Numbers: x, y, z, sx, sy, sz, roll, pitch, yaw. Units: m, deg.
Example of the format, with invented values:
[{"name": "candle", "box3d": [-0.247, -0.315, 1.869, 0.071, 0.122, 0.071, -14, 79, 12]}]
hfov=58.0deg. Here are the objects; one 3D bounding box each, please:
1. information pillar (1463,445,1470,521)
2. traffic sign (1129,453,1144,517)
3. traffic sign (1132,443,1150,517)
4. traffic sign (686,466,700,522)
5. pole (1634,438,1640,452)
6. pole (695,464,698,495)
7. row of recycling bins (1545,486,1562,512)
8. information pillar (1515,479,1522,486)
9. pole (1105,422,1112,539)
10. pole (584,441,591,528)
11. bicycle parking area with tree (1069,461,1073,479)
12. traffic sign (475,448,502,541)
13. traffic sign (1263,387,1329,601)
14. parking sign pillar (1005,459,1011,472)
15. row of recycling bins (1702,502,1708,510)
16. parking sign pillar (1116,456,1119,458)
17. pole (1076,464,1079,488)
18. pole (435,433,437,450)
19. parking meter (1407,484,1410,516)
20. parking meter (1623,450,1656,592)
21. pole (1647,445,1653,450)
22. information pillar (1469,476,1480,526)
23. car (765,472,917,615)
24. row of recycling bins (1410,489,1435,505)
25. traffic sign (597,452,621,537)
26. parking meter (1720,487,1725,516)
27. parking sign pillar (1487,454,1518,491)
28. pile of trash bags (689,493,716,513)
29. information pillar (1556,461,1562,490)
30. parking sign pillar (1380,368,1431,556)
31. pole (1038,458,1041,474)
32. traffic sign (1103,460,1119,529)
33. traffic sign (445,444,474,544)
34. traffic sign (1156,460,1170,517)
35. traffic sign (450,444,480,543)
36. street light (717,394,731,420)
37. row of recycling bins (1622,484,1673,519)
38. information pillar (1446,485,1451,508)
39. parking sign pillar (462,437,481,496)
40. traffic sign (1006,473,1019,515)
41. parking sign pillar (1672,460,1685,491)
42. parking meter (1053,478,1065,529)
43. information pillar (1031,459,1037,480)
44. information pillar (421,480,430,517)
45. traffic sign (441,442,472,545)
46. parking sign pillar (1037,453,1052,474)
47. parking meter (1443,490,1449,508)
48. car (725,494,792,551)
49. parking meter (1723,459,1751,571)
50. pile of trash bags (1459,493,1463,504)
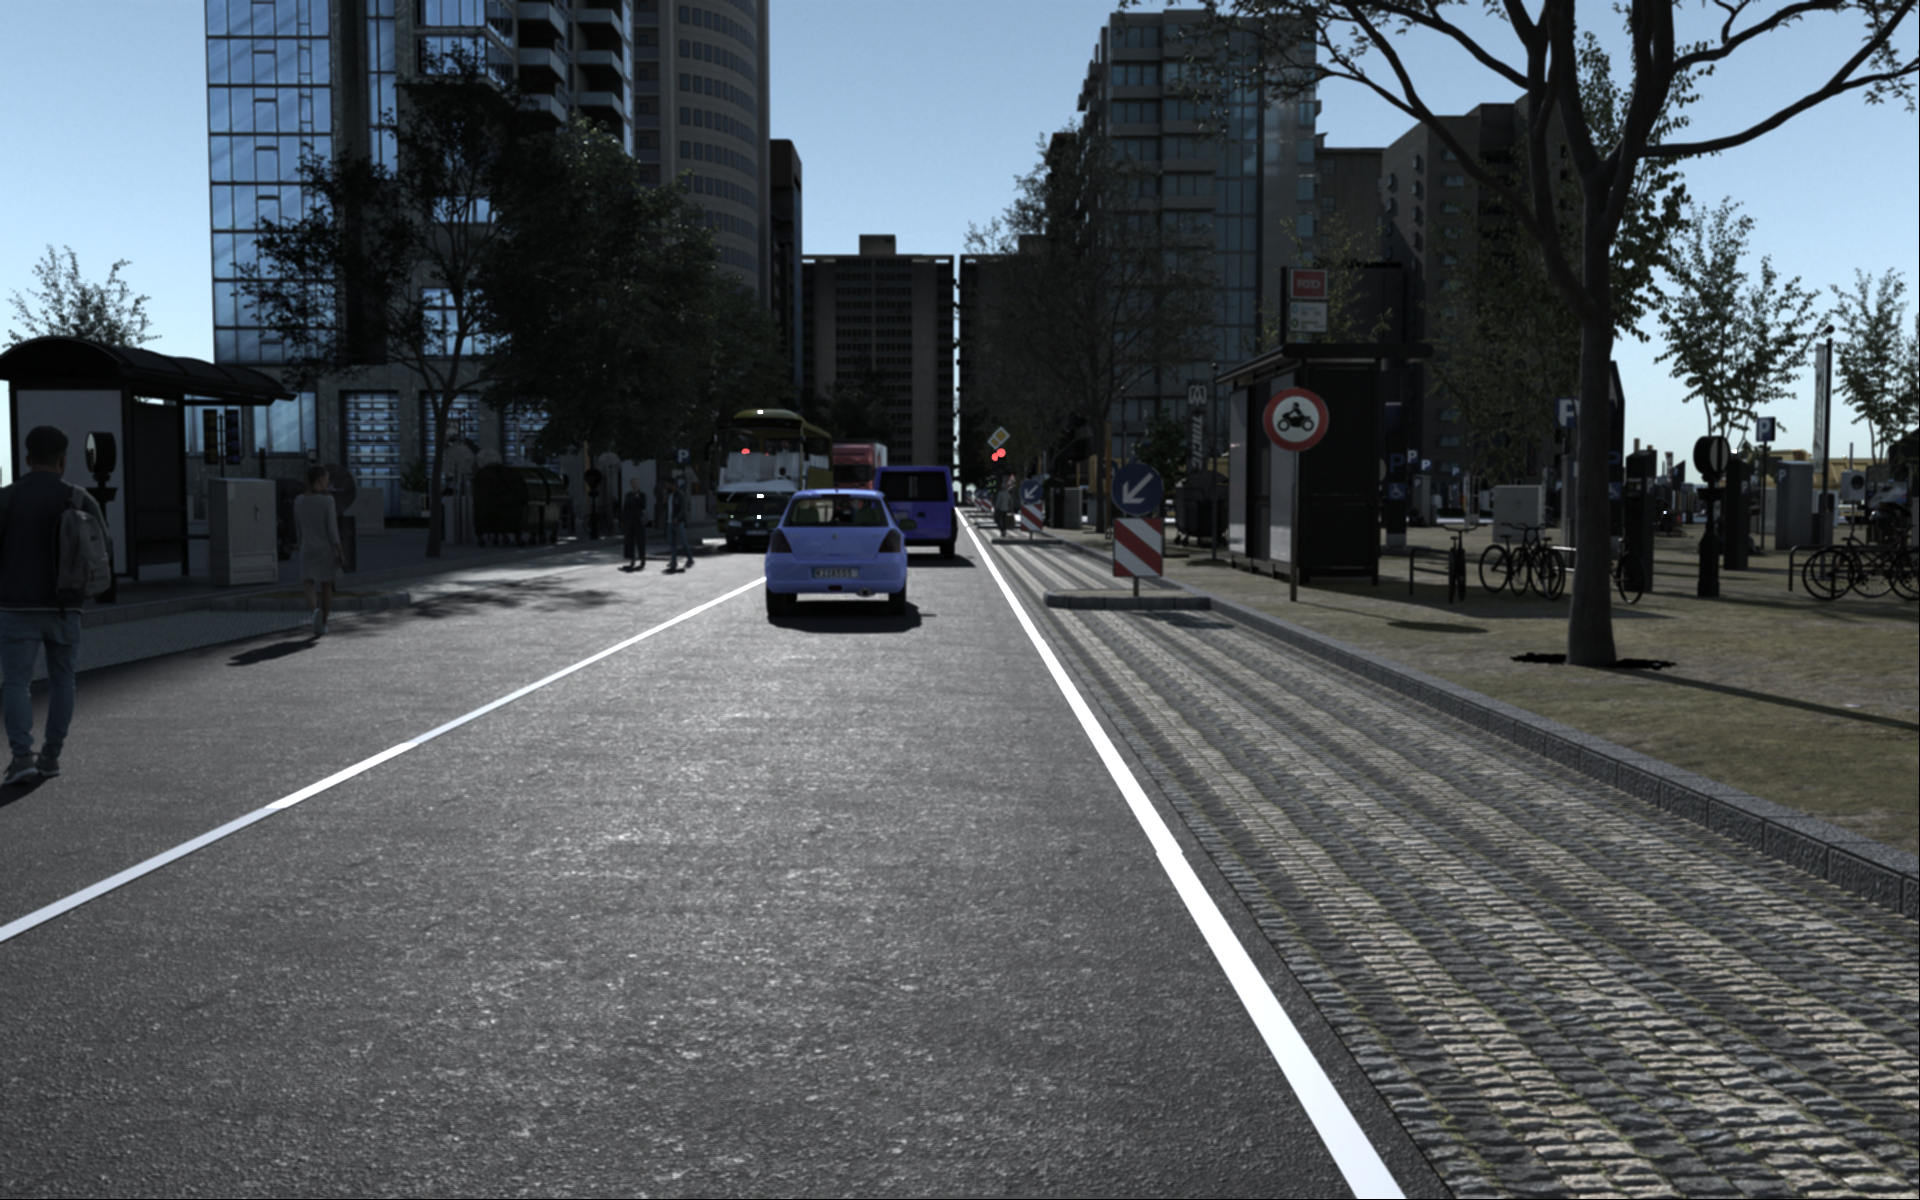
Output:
[{"name": "information pillar", "box3d": [24.365, -5.621, 83.265, 0.183, 3.616, 0.504, -1, 4, -9]}, {"name": "traffic sign", "box3d": [5.081, -2.940, 48.181, 0.768, 2.556, 0.104, 0, 4, 6]}, {"name": "traffic sign", "box3d": [4.677, -2.638, 43.240, 0.768, 2.556, 0.104, 0, 4, 7]}, {"name": "traffic sign", "box3d": [-12.354, -4.855, 79.377, 0.884, 2.594, 0.081, 1, 4, 8]}, {"name": "pole", "box3d": [24.809, -4.264, 63.563, 0.158, 3.312, 0.155, 0, 3, 0]}, {"name": "pole", "box3d": [-15.110, -6.452, 99.328, 0.158, 3.312, 0.155, 0, 3, 0]}, {"name": "row of recycling bins", "box3d": [31.563, -5.157, 91.434, 1.069, 1.692, 3.534, -3, 5, -44]}, {"name": "information pillar", "box3d": [26.428, -4.741, 82.007, 0.304, 2.012, 0.304, 1, 4, 9]}, {"name": "pole", "box3d": [4.227, -3.393, 49.311, 0.158, 3.312, 0.155, 0, 3, 0]}, {"name": "pole", "box3d": [-14.040, -4.368, 65.252, 0.158, 3.312, 0.155, 0, 3, 0]}, {"name": "bicycle parking area with tree", "box3d": [12.165, -9.987, 150.286, 8.231, 4.147, 9.016, 1, 4, 19]}, {"name": "traffic sign", "box3d": [-12.923, -2.896, 47.460, 0.768, 2.556, 0.104, 0, 4, 5]}, {"name": "traffic sign", "box3d": [3.995, -1.258, 20.669, 0.768, 2.556, 0.104, 0, 4, 8]}, {"name": "parking sign pillar", "box3d": [3.700, -8.838, 132.976, 1.447, 3.967, 1.447, 0, 4, 2]}, {"name": "row of recycling bins", "box3d": [61.034, -8.263, 142.212, 1.069, 1.692, 3.534, 3, 4, 39]}, {"name": "parking sign pillar", "box3d": [11.590, -8.167, 121.999, 1.447, 3.967, 1.447, 1, 4, 17]}, {"name": "pole", "box3d": [7.880, -7.470, 115.970, 0.158, 3.312, 0.155, 0, 3, 0]}, {"name": "pole", "box3d": [-17.328, -3.896, 57.547, 0.158, 3.312, 0.155, 0, 3, 0]}, {"name": "parking meter", "box3d": [28.523, -6.416, 110.609, 0.399, 1.863, 0.255, -1, 4, -15]}, {"name": "parking meter", "box3d": [8.924, -1.042, 22.755, 0.399, 1.863, 0.255, -3, 5, -43]}, {"name": "pole", "box3d": [28.771, -4.800, 72.322, 0.158, 3.312, 0.155, 0, 3, 0]}, {"name": "information pillar", "box3d": [21.006, -4.051, 70.724, 0.304, 2.012, 0.304, -1, 4, -10]}, {"name": "car", "box3d": [-1.510, -0.750, 21.861, 1.945, 1.707, 3.694, 0, 4, -2]}, {"name": "row of recycling bins", "box3d": [34.653, -7.620, 131.695, 1.069, 1.692, 3.534, -2, 4, -33]}, {"name": "traffic sign", "box3d": [-10.589, -3.188, 52.237, 0.768, 2.556, 0.104, 0, 4, 8]}, {"name": "parking meter", "box3d": [28.281, -3.400, 63.998, 0.372, 1.533, 0.369, 0, 3, 0]}, {"name": "parking sign pillar", "box3d": [36.522, -7.847, 116.763, 1.447, 3.967, 1.447, 3, 4, 36]}, {"name": "pile of trash bags", "box3d": [-17.312, -6.675, 118.889, 1.912, 1.369, 3.447, -3, 4, -36]}, {"name": "information pillar", "box3d": [40.676, -7.709, 117.388, 0.504, 3.616, 0.183, 2, 4, 34]}, {"name": "parking sign pillar", "box3d": [9.225, -2.940, 36.539, 1.447, 3.967, 1.447, 1, 4, 14]}, {"name": "pole", "box3d": [4.434, -6.292, 96.716, 0.158, 3.312, 0.155, 0, 3, 0]}, {"name": "traffic sign", "box3d": [5.460, -3.889, 63.691, 0.768, 2.556, 0.104, 0, 4, 7]}, {"name": "traffic sign", "box3d": [-12.847, -2.714, 44.478, 0.768, 2.556, 0.104, 0, 4, 5]}, {"name": "traffic sign", "box3d": [4.226, -2.261, 36.971, 0.884, 2.594, 0.081, 0, 4, 1]}, {"name": "traffic sign", "box3d": [-12.870, -2.763, 45.171, 0.884, 2.594, 0.081, 0, 4, 5]}, {"name": "street light", "box3d": [-10.851, -6.541, 79.739, 0.468, 5.910, 1.993, 0, 4, 0]}, {"name": "row of recycling bins", "box3d": [27.001, -3.738, 68.221, 3.534, 1.692, 1.069, -3, 5, -40]}, {"name": "information pillar", "box3d": [39.698, -8.333, 140.739, 0.304, 2.012, 0.304, -3, 5, -42]}, {"name": "parking sign pillar", "box3d": [-22.771, -5.676, 81.275, 1.447, 3.967, 1.447, 2, 4, 30]}, {"name": "traffic sign", "box3d": [3.244, -6.562, 107.298, 0.884, 2.594, 0.081, 0, 4, 2]}, {"name": "parking sign pillar", "box3d": [56.144, -9.019, 135.934, 1.447, 3.967, 1.447, 0, 4, 5]}, {"name": "parking meter", "box3d": [3.701, -3.598, 64.544, 0.399, 1.863, 0.255, 1, 4, 19]}, {"name": "information pillar", "box3d": [4.741, -7.323, 111.093, 0.183, 3.616, 0.504, -3, 5, -44]}, {"name": "information pillar", "box3d": [-26.160, -4.909, 84.752, 0.304, 2.012, 0.304, 2, 4, 31]}, {"name": "traffic sign", "box3d": [-12.592, -2.641, 43.186, 0.884, 2.594, 0.081, 0, 4, 4]}, {"name": "parking sign pillar", "box3d": [5.213, -7.224, 106.577, 1.447, 3.967, 1.447, -1, 4, -20]}, {"name": "parking meter", "box3d": [32.842, -6.643, 117.016, 0.372, 1.533, 0.369, 0, 3, 0]}, {"name": "car", "box3d": [-4.973, -2.134, 44.673, 2.009, 1.686, 4.222, 0, 4, 1]}, {"name": "parking meter", "box3d": [13.094, -1.435, 29.178, 0.399, 1.863, 0.255, -3, 4, -36]}, {"name": "pile of trash bags", "box3d": [42.111, -7.992, 140.418, 3.447, 1.369, 1.912, 0, 4, 5]}]
